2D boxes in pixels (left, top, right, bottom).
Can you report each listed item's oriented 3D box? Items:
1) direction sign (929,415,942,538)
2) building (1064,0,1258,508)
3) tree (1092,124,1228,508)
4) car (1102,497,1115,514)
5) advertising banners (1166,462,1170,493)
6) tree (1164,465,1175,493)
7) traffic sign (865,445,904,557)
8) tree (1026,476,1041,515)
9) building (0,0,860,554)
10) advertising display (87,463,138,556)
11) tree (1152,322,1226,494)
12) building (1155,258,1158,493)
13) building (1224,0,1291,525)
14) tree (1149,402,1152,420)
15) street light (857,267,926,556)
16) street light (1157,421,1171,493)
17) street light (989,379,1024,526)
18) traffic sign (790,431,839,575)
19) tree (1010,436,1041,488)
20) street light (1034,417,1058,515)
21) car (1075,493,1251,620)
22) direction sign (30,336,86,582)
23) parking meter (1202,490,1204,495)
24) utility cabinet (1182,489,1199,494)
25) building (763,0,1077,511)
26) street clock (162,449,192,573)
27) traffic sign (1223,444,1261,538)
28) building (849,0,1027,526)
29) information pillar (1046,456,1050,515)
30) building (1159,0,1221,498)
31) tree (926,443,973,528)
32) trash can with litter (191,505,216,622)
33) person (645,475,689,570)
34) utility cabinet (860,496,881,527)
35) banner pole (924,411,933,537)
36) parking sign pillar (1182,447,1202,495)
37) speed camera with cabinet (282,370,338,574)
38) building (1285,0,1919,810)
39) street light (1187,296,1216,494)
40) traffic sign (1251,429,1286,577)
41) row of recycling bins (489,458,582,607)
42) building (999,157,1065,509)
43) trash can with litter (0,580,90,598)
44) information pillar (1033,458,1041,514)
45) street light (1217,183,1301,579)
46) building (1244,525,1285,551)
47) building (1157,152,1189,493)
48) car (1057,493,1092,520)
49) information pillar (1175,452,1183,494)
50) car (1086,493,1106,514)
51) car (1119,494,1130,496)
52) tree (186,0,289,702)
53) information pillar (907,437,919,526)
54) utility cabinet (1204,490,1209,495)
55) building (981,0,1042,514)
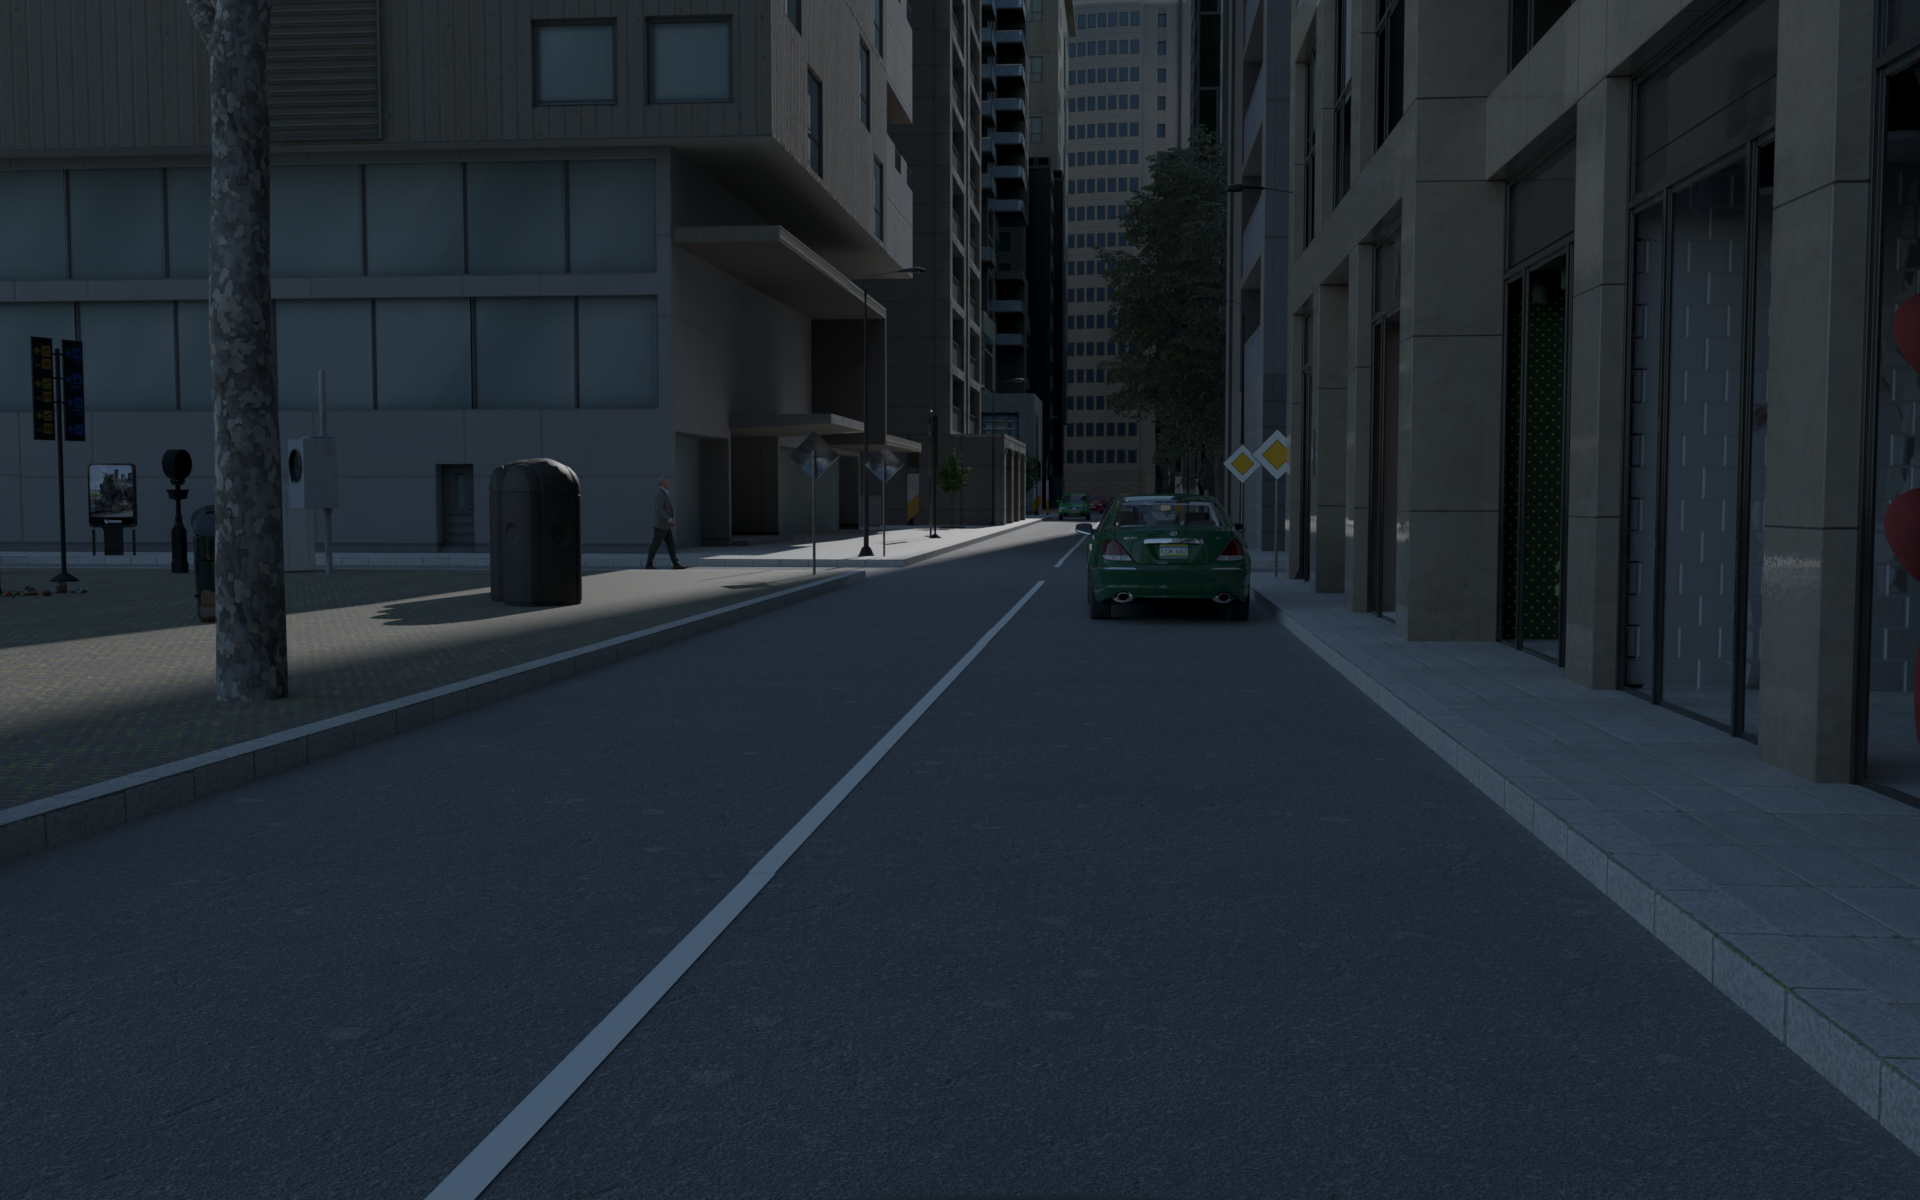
[{"bbox_3d":[-0.723,-3.563,50.259,0.379,3.537,0.876,-1,4,-9],"label":"direction sign"},{"bbox_3d":[19.234,-40.400,202.536,28.212,58.520,21.231,0,4,5],"label":"building"},{"bbox_3d":[9.140,-9.377,59.964,9.857,13.997,8.962,0,3,0],"label":"tree"},{"bbox_3d":[7.157,-3.851,75.545,1.945,1.354,3.894,0,4,6],"label":"car"},{"bbox_3d":[11.587,-6.140,96.583,0.090,3.025,2.074,0,4,2],"label":"advertising banners"},{"bbox_3d":[13.875,-7.312,114.146,1.663,3.219,1.824,0,3,0],"label":"tree"},{"bbox_3d":[-1.552,-1.945,35.443,0.795,2.450,0.064,0,4,5],"label":"traffic sign"},{"bbox_3d":[3.841,-6.842,106.472,1.663,3.219,1.824,0,3,0],"label":"tree"},{"bbox_3d":[-15.979,-28.105,48.753,28.713,52.752,27.495,0,4,5],"label":"building"},{"bbox_3d":[-17.665,-1.890,36.114,0.974,1.923,0.123,0,4,1],"label":"advertising display"},{"bbox_3d":[10.694,-7.335,70.285,4.360,8.622,3.978,0,3,0],"label":"tree"},{"bbox_3d":[25.969,-23.959,163.426,14.160,30.474,14.107,0,4,5],"label":"building"},{"bbox_3d":[24.666,-33.717,93.266,21.231,58.520,28.212,0,4,5],"label":"building"},{"bbox_3d":[10.646,-7.899,79.516,4.360,8.622,3.978,0,3,0],"label":"tree"},{"bbox_3d":[-1.404,-3.861,35.662,1.470,5.913,1.316,0,4,5],"label":"street light"},{"bbox_3d":[9.316,-6.254,74.793,1.470,5.913,1.316,0,4,5],"label":"street light"},{"bbox_3d":[1.884,-5.950,69.816,1.470,5.913,1.316,0,4,5],"label":"street light"},{"bbox_3d":[-2.315,-1.459,27.495,0.795,2.450,0.064,0,4,5],"label":"traffic sign"},{"bbox_3d":[2.806,-7.043,98.867,4.285,4.588,4.351,0,3,0],"label":"tree"},{"bbox_3d":[5.164,-8.038,103.970,1.470,5.913,1.316,0,4,5],"label":"street light"},{"bbox_3d":[2.473,-0.571,21.142,2.131,1.459,4.920,0,4,4],"label":"car"},{"bbox_3d":[-13.162,-2.040,25.344,0.379,3.537,0.876,1,4,21],"label":"direction sign"},{"bbox_3d":[13.248,-5.312,95.257,0.372,1.533,0.369,0,3,0],"label":"parking meter"},{"bbox_3d":[10.982,-4.595,83.801,1.173,1.500,0.318,-1,4,-20],"label":"utility cabinet"},{"bbox_3d":[-2.707,-35.641,171.966,27.495,52.752,28.713,0,4,5],"label":"building"},{"bbox_3d":[-12.659,-1.436,28.052,0.358,2.002,0.471,1,4,10],"label":"street clock"},{"bbox_3d":[5.658,-1.902,34.733,0.795,2.450,0.064,0,4,5],"label":"traffic sign"},{"bbox_3d":[-7.361,-39.220,79.505,20.563,71.187,20.611,0,4,5],"label":"building"},{"bbox_3d":[5.335,-6.983,105.528,0.183,3.616,0.504,0,4,-6],"label":"information pillar"},{"bbox_3d":[25.671,-42.296,129.793,20.563,71.187,20.611,0,4,5],"label":"building"},{"bbox_3d":[-0.246,-4.343,65.604,1.663,3.219,1.824,0,3,0],"label":"tree"},{"bbox_3d":[-7.530,-0.389,17.742,0.624,1.170,1.055,-2,4,-24],"label":"trash can with litter"},{"bbox_3d":[-5.446,-1.425,32.191,0.834,1.777,0.661,-1,4,-15],"label":"person"},{"bbox_3d":[-3.603,-3.433,67.285,1.020,1.237,0.306,0,4,1],"label":"utility cabinet"},{"bbox_3d":[-0.897,-3.787,51.938,0.401,3.779,0.863,0,4,3],"label":"banner pole"},{"bbox_3d":[11.975,-6.181,89.533,1.447,3.967,1.447,-2,4,-26],"label":"parking sign pillar"},{"bbox_3d":[-10.755,-2.065,28.097,0.660,3.252,2.038,-3,5,-40],"label":"speed camera with cabinet"},{"bbox_3d":[12.960,-12.458,8.205,19.350,26.468,34.151,0,4,5],"label":"building"},{"bbox_3d":[6.081,-4.165,40.635,1.470,5.913,1.316,0,4,5],"label":"street light"},{"bbox_3d":[4.894,-1.415,26.784,0.795,2.450,0.064,0,4,5],"label":"traffic sign"},{"bbox_3d":[-5.304,-0.869,21.326,1.069,1.692,3.534,-1,4,-18],"label":"row of recycling bins"},{"bbox_3d":[1.691,-23.053,148.621,14.160,30.474,14.107,0,4,5],"label":"building"},{"bbox_3d":[-11.930,-0.658,21.822,1.678,1.210,2.233,2,4,32],"label":"trash can with litter"},{"bbox_3d":[4.828,-7.181,108.768,0.504,3.616,0.183,0,4,-3],"label":"information pillar"},{"bbox_3d":[4.668,-3.270,26.010,1.470,5.913,1.316,0,4,5],"label":"street light"},{"bbox_3d":[21.125,-30.471,40.205,28.212,58.520,21.231,0,4,5],"label":"building"},{"bbox_3d":[24.472,-23.049,148.557,14.160,30.474,14.107,0,4,5],"label":"building"},{"bbox_3d":[6.312,-5.299,95.430,1.959,1.807,4.718,0,4,4],"label":"car"},{"bbox_3d":[10.411,-5.571,82.444,0.183,3.616,0.504,-2,4,-28],"label":"information pillar"},{"bbox_3d":[9.679,-7.268,127.872,2.155,1.783,4.494,0,4,4],"label":"car"},{"bbox_3d":[11.329,-6.541,117.169,2.015,1.641,3.980,0,4,6],"label":"car"},{"bbox_3d":[-3.550,-9.515,11.465,12.611,20.169,13.585,0,3,0],"label":"tree"},{"bbox_3d":[-1.920,-4.837,70.446,0.504,3.616,0.183,0,4,-2],"label":"information pillar"},{"bbox_3d":[13.829,-5.609,100.393,1.173,1.500,0.318,2,4,24],"label":"utility cabinet"},{"bbox_3d":[-4.889,-49.679,124.925,22.319,86.520,31.000,0,4,5],"label":"building"}]
